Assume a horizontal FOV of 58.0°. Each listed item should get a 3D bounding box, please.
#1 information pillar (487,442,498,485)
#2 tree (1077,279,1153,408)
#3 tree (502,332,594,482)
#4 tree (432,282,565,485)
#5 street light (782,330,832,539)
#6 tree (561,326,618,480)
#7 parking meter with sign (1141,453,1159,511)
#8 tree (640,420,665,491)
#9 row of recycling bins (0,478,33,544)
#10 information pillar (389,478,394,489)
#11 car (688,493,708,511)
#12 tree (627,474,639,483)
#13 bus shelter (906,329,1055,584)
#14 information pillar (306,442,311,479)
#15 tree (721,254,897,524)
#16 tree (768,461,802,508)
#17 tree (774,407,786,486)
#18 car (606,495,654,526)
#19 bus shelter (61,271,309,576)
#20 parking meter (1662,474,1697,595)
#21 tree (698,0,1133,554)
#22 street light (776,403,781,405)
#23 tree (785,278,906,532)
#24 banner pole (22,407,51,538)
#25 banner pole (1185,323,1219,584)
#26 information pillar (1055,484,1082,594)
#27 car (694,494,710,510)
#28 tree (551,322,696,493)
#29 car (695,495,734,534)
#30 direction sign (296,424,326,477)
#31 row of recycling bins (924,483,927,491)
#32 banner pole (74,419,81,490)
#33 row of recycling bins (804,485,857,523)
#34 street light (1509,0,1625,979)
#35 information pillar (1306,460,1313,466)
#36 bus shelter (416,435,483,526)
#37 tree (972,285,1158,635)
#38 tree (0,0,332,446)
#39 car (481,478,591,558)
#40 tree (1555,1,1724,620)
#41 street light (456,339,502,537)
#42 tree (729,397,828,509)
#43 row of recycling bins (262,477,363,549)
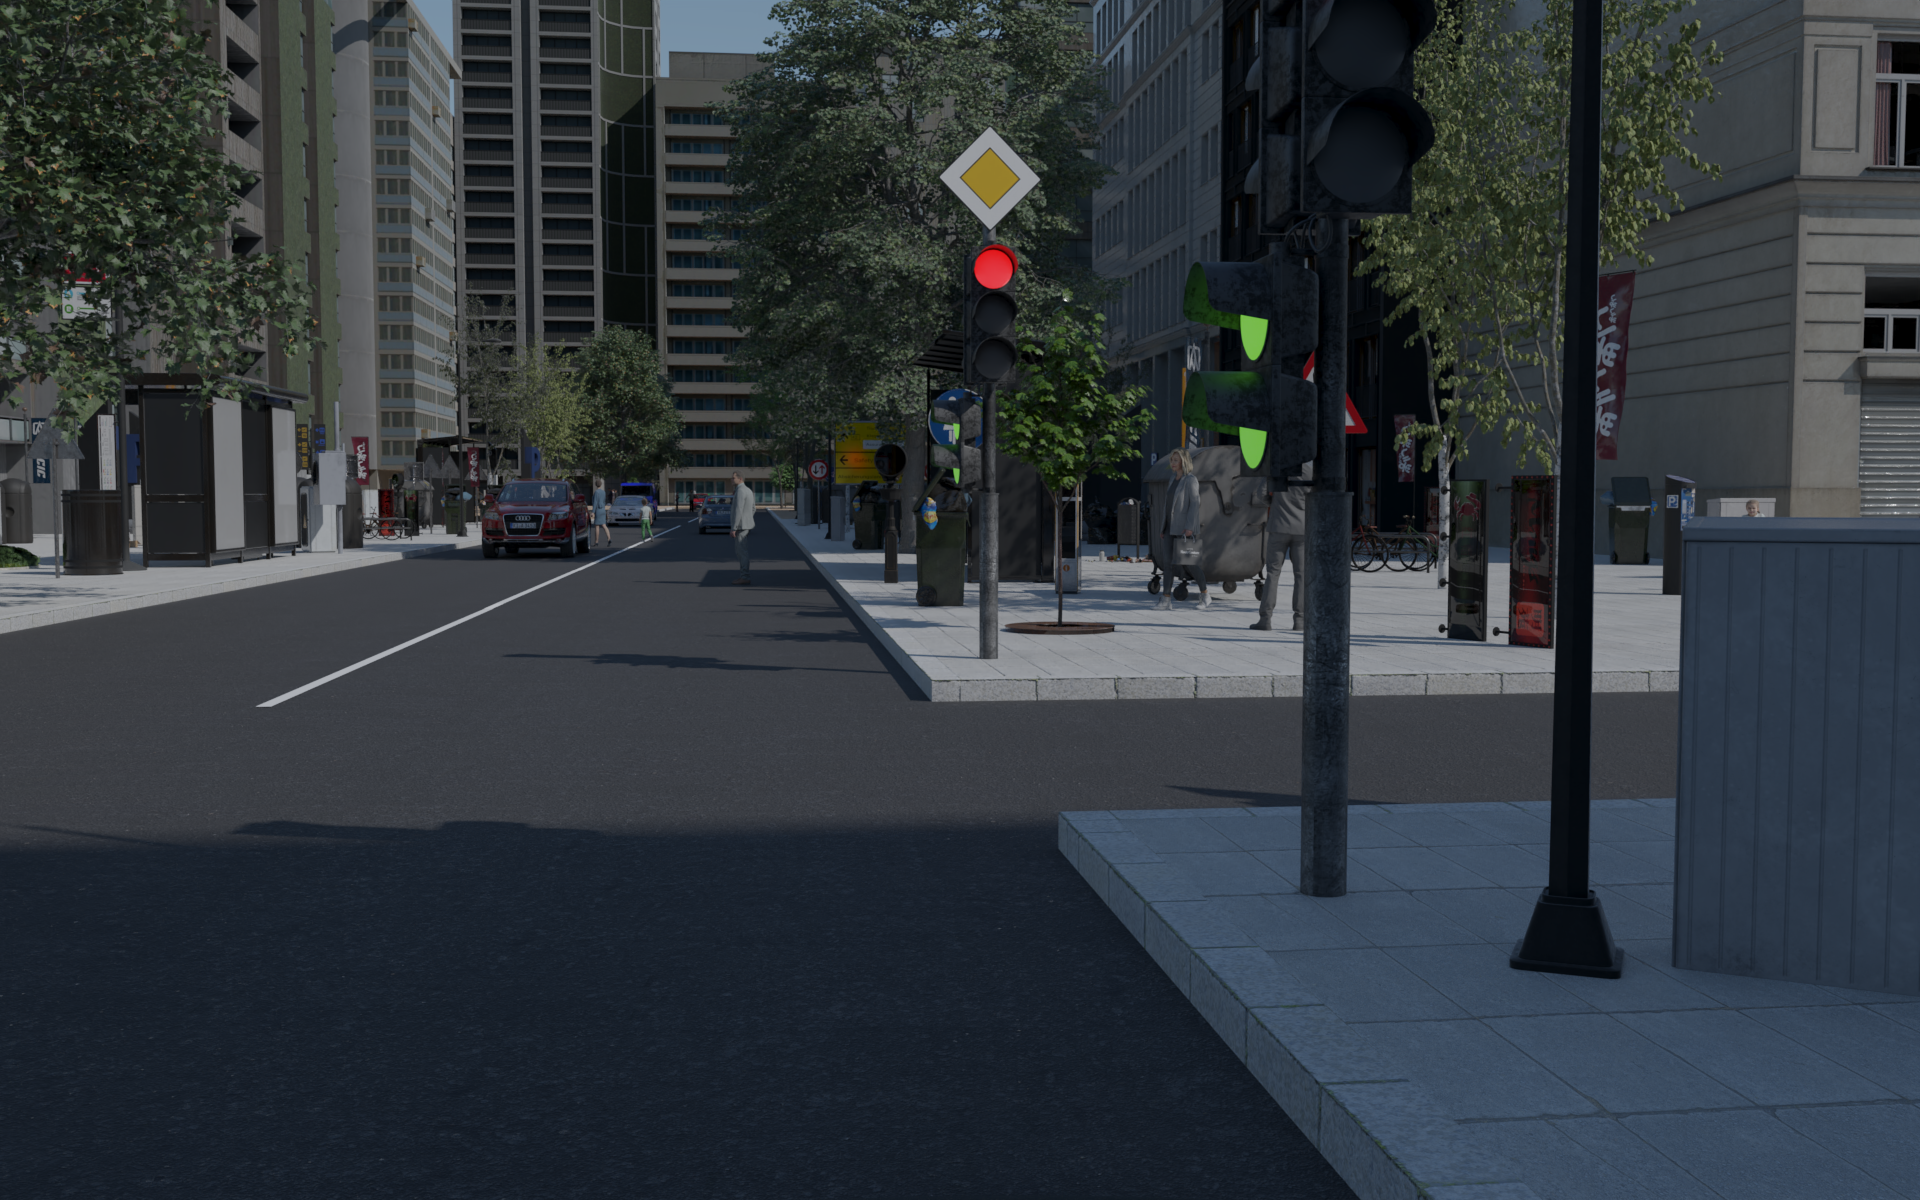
[{"bbox_3d":[-20.294,-5.124,75.135,0.504,3.616,0.183,1,4,22],"label":"information pillar"},{"bbox_3d":[4.156,-6.553,57.509,4.360,8.622,3.978,0,3,0],"label":"tree"},{"bbox_3d":[-19.167,-7.932,80.048,4.737,8.622,4.395,0,3,0],"label":"tree"},{"bbox_3d":[-16.335,-6.766,60.994,4.360,8.622,3.978,0,3,0],"label":"tree"},{"bbox_3d":[-4.233,-4.676,48.997,1.470,5.913,1.316,0,4,-7],"label":"street light"},{"bbox_3d":[-25.193,-13.661,130.018,9.857,13.997,8.962,0,3,0],"label":"tree"},{"bbox_3d":[7.452,-4.682,72.814,1.738,3.016,0.543,-1,4,-23],"label":"parking meter with sign"},{"bbox_3d":[-27.861,-12.474,154.309,4.360,8.622,3.978,0,3,0],"label":"tree"},{"bbox_3d":[-24.941,-2.232,43.610,1.069,1.692,3.534,1,4,20],"label":"row of recycling bins"},{"bbox_3d":[-25.883,-4.570,79.208,0.304,2.012,0.304,3,5,42],"label":"information pillar"},{"bbox_3d":[-22.722,-8.737,151.889,2.155,1.783,4.494,0,4,-7],"label":"car"},{"bbox_3d":[-27.162,-9.119,143.697,1.663,3.219,1.824,0,3,0],"label":"tree"},{"bbox_3d":[0.256,-2.241,27.919,1.731,3.624,6.357,0,4,-7],"label":"bus shelter"},{"bbox_3d":[-27.916,-5.071,74.267,0.183,3.616,0.504,0,4,-7],"label":"information pillar"},{"bbox_3d":[-6.404,-9.040,73.565,9.928,11.665,9.643,0,3,0],"label":"tree"},{"bbox_3d":[-16.301,-10.919,162.246,4.285,4.588,4.351,0,3,0],"label":"tree"},{"bbox_3d":[-9.316,-9.316,102.676,4.360,8.622,3.978,0,3,0],"label":"tree"},{"bbox_3d":[-14.856,-4.027,78.205,2.083,1.381,4.827,0,4,-6],"label":"car"},{"bbox_3d":[-14.028,-3.287,31.374,2.179,5.291,8.768,0,4,-7],"label":"bus shelter"},{"bbox_3d":[9.153,-0.833,22.036,0.372,1.533,0.369,0,3,0],"label":"parking meter"},{"bbox_3d":[-0.931,-7.981,37.151,9.857,13.997,8.962,0,3,0],"label":"tree"},{"bbox_3d":[-8.802,-7.062,87.998,1.470,5.913,1.316,0,4,-7],"label":"street light"},{"bbox_3d":[-3.580,-6.623,58.656,4.360,8.622,3.978,0,3,0],"label":"tree"},{"bbox_3d":[-26.696,-3.669,50.009,0.863,3.779,0.401,-1,4,-11],"label":"banner pole"},{"bbox_3d":[3.372,-2.108,24.486,0.401,3.779,0.863,3,4,36],"label":"banner pole"},{"bbox_3d":[1.395,-1.087,22.269,0.304,2.012,0.304,1,4,13],"label":"information pillar"},{"bbox_3d":[-23.785,-9.252,160.074,1.959,1.807,4.718,0,4,-6],"label":"car"},{"bbox_3d":[-22.565,-12.168,115.955,9.611,12.733,9.660,0,3,0],"label":"tree"},{"bbox_3d":[-8.646,-3.128,63.148,2.014,1.417,4.499,0,4,-8],"label":"car"},{"bbox_3d":[-20.945,-3.914,55.996,0.876,3.537,0.379,-1,4,-19],"label":"direction sign"},{"bbox_3d":[-1.434,-3.464,63.746,1.069,1.692,3.534,0,4,4],"label":"row of recycling bins"},{"bbox_3d":[-26.526,-3.802,52.180,0.401,3.779,0.863,0,4,-7],"label":"banner pole"},{"bbox_3d":[-5.256,-4.263,76.811,3.534,1.692,1.069,0,4,8],"label":"row of recycling bins"},{"bbox_3d":[1.128,-1.956,4.514,1.470,5.913,1.316,0,4,-7],"label":"street light"},{"bbox_3d":[6.707,-2.571,33.388,0.504,3.616,0.183,2,4,34],"label":"information pillar"},{"bbox_3d":[-21.234,-4.954,72.280,1.731,3.624,6.357,0,4,-7],"label":"bus shelter"},{"bbox_3d":[1.063,-1.316,16.117,1.663,3.219,1.824,0,3,0],"label":"tree"},{"bbox_3d":[-12.053,-6.237,18.983,9.611,12.733,9.660,0,3,0],"label":"tree"},{"bbox_3d":[-9.879,-1.955,40.642,2.281,1.827,5.304,0,4,-6],"label":"car"},{"bbox_3d":[6.083,-4.121,17.747,4.737,8.622,4.395,0,3,0],"label":"tree"},{"bbox_3d":[-14.398,-4.850,51.845,1.470,5.913,1.316,0,4,-7],"label":"street light"},{"bbox_3d":[-15.354,-13.105,148.671,8.767,10.594,7.601,-1,4,-15],"label":"tree"},{"bbox_3d":[-15.603,-2.110,41.612,3.534,1.692,1.069,3,4,38],"label":"row of recycling bins"}]
